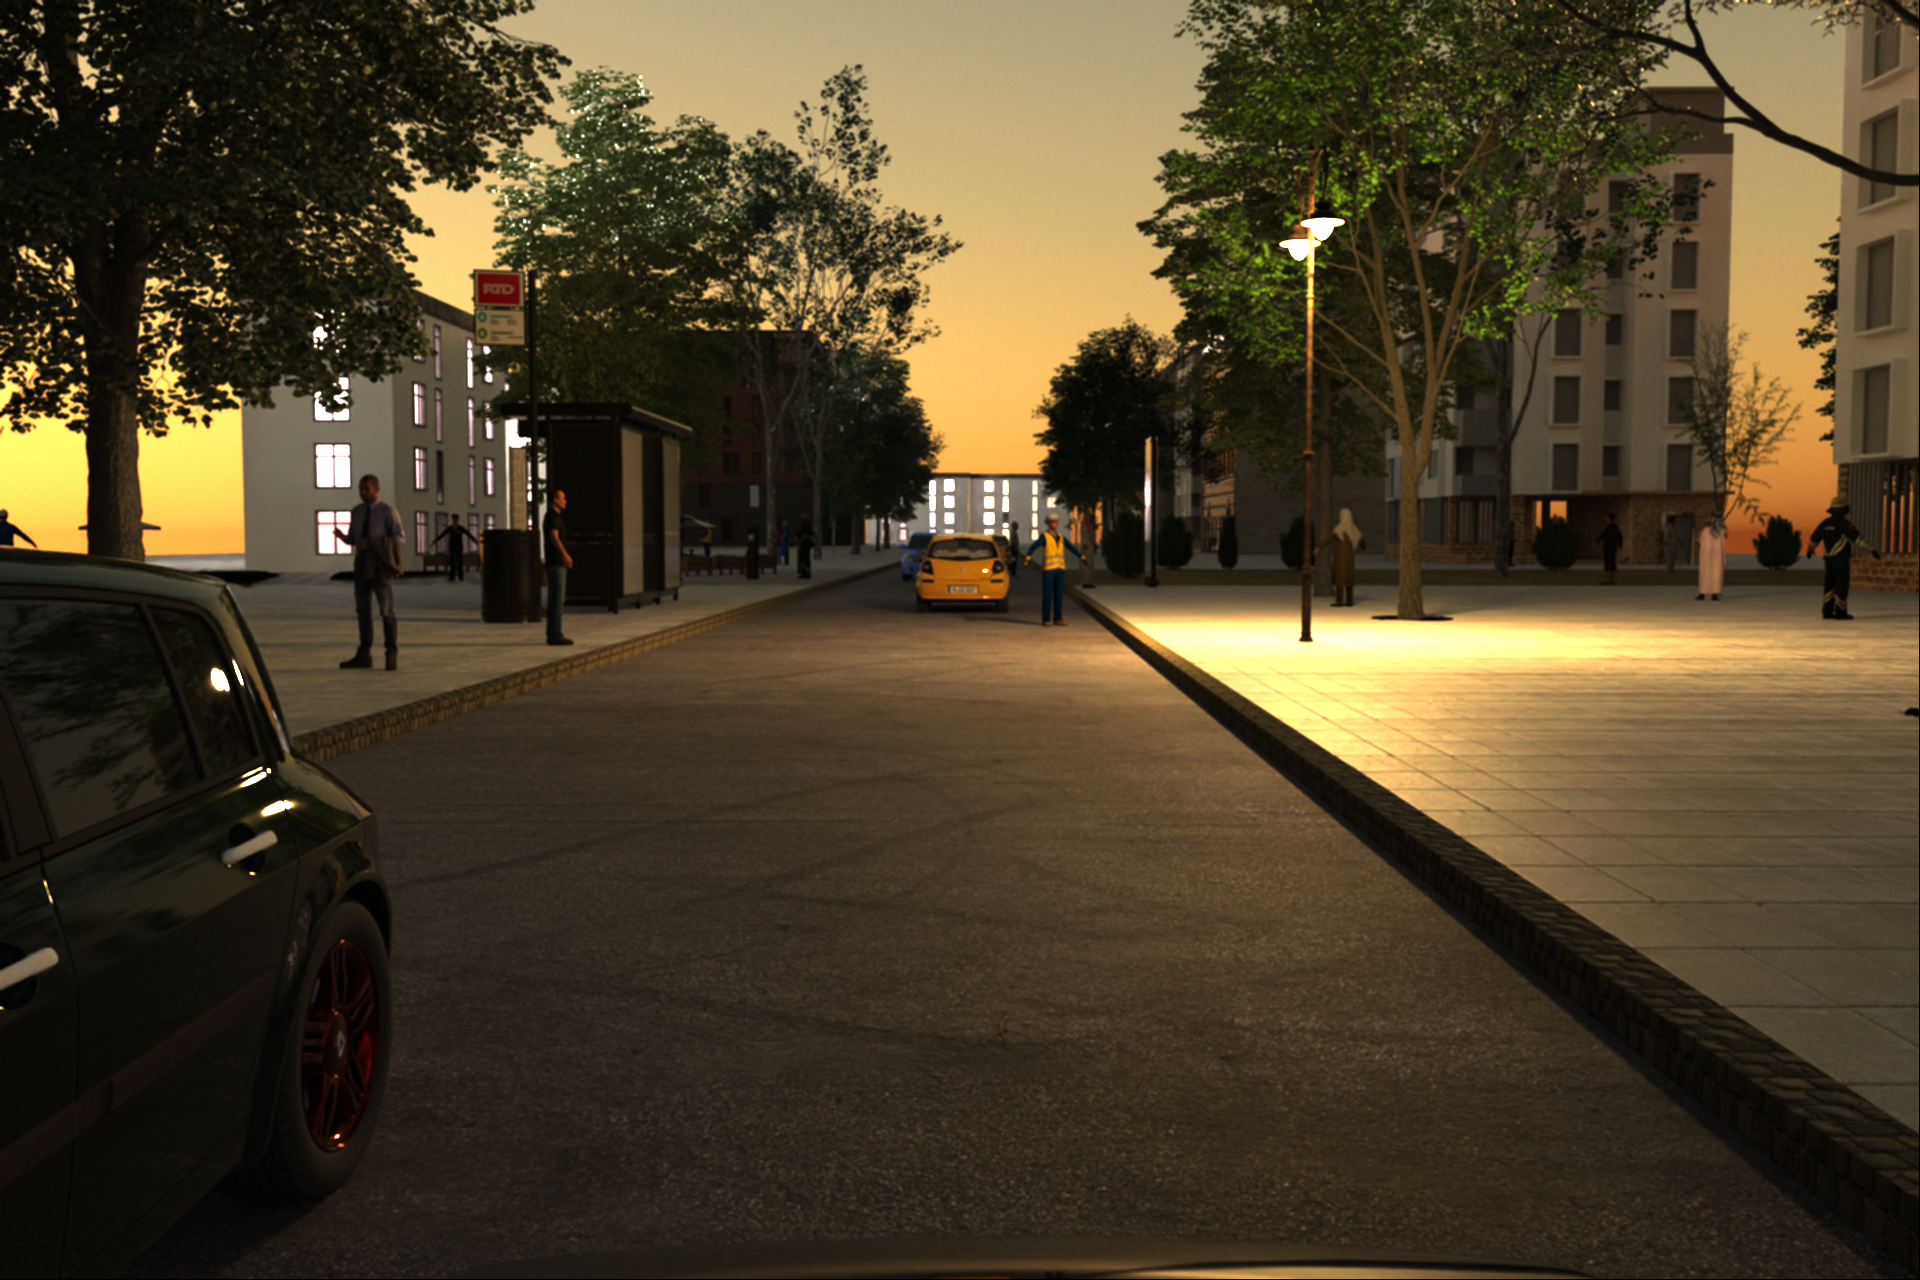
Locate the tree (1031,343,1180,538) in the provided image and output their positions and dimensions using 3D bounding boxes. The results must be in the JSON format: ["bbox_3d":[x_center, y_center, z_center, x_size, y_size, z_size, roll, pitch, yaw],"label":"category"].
[{"bbox_3d":[7.366,-9.207,84.949,7.601,10.594,8.767,1,4,23],"label":"tree"}]

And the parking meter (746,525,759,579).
[{"bbox_3d":[-5.913,-2.503,49.330,0.372,1.533,0.369,0,3,0],"label":"parking meter"}]

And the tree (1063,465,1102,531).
[{"bbox_3d":[8.402,-10.352,119.615,4.737,8.622,4.395,0,3,0],"label":"tree"}]

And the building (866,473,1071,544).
[{"bbox_3d":[1.305,-17.941,237.944,28.070,9.664,9.099,0,4,0],"label":"building"}]

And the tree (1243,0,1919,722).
[{"bbox_3d":[7.253,-6.193,11.620,12.009,13.543,11.850,0,3,0],"label":"tree"}]

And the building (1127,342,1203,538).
[{"bbox_3d":[28.117,-21.749,186.525,19.493,23.208,18.063,0,4,1],"label":"building"}]

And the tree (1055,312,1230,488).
[{"bbox_3d":[7.968,-8.485,73.145,7.601,10.594,8.767,2,4,25],"label":"tree"}]

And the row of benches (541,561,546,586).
[{"bbox_3d":[-10.928,-1.752,44.109,1.422,0.672,4.104,-1,4,-15],"label":"row of benches"}]

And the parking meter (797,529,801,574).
[{"bbox_3d":[-5.085,-2.919,56.140,0.372,1.533,0.369,0,3,0],"label":"parking meter"}]

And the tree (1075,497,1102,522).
[{"bbox_3d":[18.216,-17.672,239.304,4.360,8.622,3.978,0,3,0],"label":"tree"}]

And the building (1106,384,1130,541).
[{"bbox_3d":[26.864,-21.114,211.666,16.747,18.905,31.486,0,4,1],"label":"building"}]

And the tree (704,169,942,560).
[{"bbox_3d":[-7.015,-14.145,87.166,12.611,20.169,13.585,0,3,0],"label":"tree"}]

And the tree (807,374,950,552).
[{"bbox_3d":[-5.925,-13.271,127.352,12.009,13.543,11.850,0,3,0],"label":"tree"}]

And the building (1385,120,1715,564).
[{"bbox_3d":[26.506,-14.020,85.649,16.016,20.090,11.380,0,4,1],"label":"building"}]

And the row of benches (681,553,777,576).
[{"bbox_3d":[-7.297,-2.386,54.480,1.422,0.672,4.104,3,4,38],"label":"row of benches"}]

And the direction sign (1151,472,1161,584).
[{"bbox_3d":[4.953,-3.194,44.222,0.379,3.537,0.876,0,4,-1],"label":"direction sign"}]

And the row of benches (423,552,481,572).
[{"bbox_3d":[-16.514,-2.656,58.892,4.104,0.672,1.422,2,4,28],"label":"row of benches"}]

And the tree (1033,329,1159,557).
[{"bbox_3d":[7.711,-10.897,96.293,7.486,12.596,7.792,0,3,0],"label":"tree"}]

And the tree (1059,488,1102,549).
[{"bbox_3d":[9.550,-11.587,139.809,4.737,8.622,4.395,0,3,0],"label":"tree"}]

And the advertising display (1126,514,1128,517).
[{"bbox_3d":[5.305,-3.056,55.187,0.123,1.923,0.974,0,4,1],"label":"advertising display"}]

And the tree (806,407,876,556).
[{"bbox_3d":[-7.159,-9.209,100.929,4.737,8.622,4.395,0,3,0],"label":"tree"}]

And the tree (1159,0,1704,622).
[{"bbox_3d":[6.823,-6.114,25.723,9.928,11.665,9.643,0,3,0],"label":"tree"}]

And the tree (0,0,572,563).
[{"bbox_3d":[-8.504,-6.738,16.816,9.857,13.997,8.962,0,3,0],"label":"tree"}]

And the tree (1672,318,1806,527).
[{"bbox_3d":[26.036,-6.661,59.270,4.360,8.622,3.978,0,3,0],"label":"tree"}]

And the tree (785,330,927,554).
[{"bbox_3d":[-6.674,-12.428,109.859,9.857,13.997,8.962,0,3,0],"label":"tree"}]

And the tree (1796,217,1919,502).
[{"bbox_3d":[29.644,-8.808,50.661,9.857,13.997,8.962,0,3,0],"label":"tree"}]

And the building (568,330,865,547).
[{"bbox_3d":[-25.245,-21.162,189.967,27.936,21.610,32.646,0,3,0],"label":"building"}]

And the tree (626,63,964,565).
[{"bbox_3d":[-6.714,-13.094,69.978,12.611,20.169,13.585,0,3,0],"label":"tree"}]

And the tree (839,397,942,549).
[{"bbox_3d":[-6.281,-14.701,147.020,9.857,13.997,8.962,0,3,0],"label":"tree"}]

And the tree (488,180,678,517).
[{"bbox_3d":[-8.148,-5.292,36.891,4.737,8.622,4.395,0,3,0],"label":"tree"}]

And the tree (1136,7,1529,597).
[{"bbox_3d":[7.374,-7.133,34.757,7.486,12.596,7.792,0,3,0],"label":"tree"}]

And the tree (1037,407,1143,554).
[{"bbox_3d":[8.258,-10.723,109.729,7.601,10.594,8.767,-2,4,-30],"label":"tree"}]

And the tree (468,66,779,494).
[{"bbox_3d":[-8.456,-7.652,43.234,7.486,12.596,7.792,0,3,0],"label":"tree"}]

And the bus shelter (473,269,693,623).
[{"bbox_3d":[-6.272,-3.146,29.065,2.179,5.291,8.768,0,4,0],"label":"bus shelter"}]

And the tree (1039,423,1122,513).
[{"bbox_3d":[9.062,-11.817,127.617,7.601,10.594,8.767,-3,5,-40],"label":"tree"}]

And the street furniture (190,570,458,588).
[{"bbox_3d":[-29.362,-2.666,48.612,27.439,1.986,14.083,0,4,7],"label":"street furniture"}]

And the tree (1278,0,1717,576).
[{"bbox_3d":[15.404,-11.958,51.406,12.611,20.169,13.585,0,3,0],"label":"tree"}]

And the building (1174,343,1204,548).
[{"bbox_3d":[26.476,-19.264,171.380,16.016,20.090,11.380,0,4,1],"label":"building"}]
